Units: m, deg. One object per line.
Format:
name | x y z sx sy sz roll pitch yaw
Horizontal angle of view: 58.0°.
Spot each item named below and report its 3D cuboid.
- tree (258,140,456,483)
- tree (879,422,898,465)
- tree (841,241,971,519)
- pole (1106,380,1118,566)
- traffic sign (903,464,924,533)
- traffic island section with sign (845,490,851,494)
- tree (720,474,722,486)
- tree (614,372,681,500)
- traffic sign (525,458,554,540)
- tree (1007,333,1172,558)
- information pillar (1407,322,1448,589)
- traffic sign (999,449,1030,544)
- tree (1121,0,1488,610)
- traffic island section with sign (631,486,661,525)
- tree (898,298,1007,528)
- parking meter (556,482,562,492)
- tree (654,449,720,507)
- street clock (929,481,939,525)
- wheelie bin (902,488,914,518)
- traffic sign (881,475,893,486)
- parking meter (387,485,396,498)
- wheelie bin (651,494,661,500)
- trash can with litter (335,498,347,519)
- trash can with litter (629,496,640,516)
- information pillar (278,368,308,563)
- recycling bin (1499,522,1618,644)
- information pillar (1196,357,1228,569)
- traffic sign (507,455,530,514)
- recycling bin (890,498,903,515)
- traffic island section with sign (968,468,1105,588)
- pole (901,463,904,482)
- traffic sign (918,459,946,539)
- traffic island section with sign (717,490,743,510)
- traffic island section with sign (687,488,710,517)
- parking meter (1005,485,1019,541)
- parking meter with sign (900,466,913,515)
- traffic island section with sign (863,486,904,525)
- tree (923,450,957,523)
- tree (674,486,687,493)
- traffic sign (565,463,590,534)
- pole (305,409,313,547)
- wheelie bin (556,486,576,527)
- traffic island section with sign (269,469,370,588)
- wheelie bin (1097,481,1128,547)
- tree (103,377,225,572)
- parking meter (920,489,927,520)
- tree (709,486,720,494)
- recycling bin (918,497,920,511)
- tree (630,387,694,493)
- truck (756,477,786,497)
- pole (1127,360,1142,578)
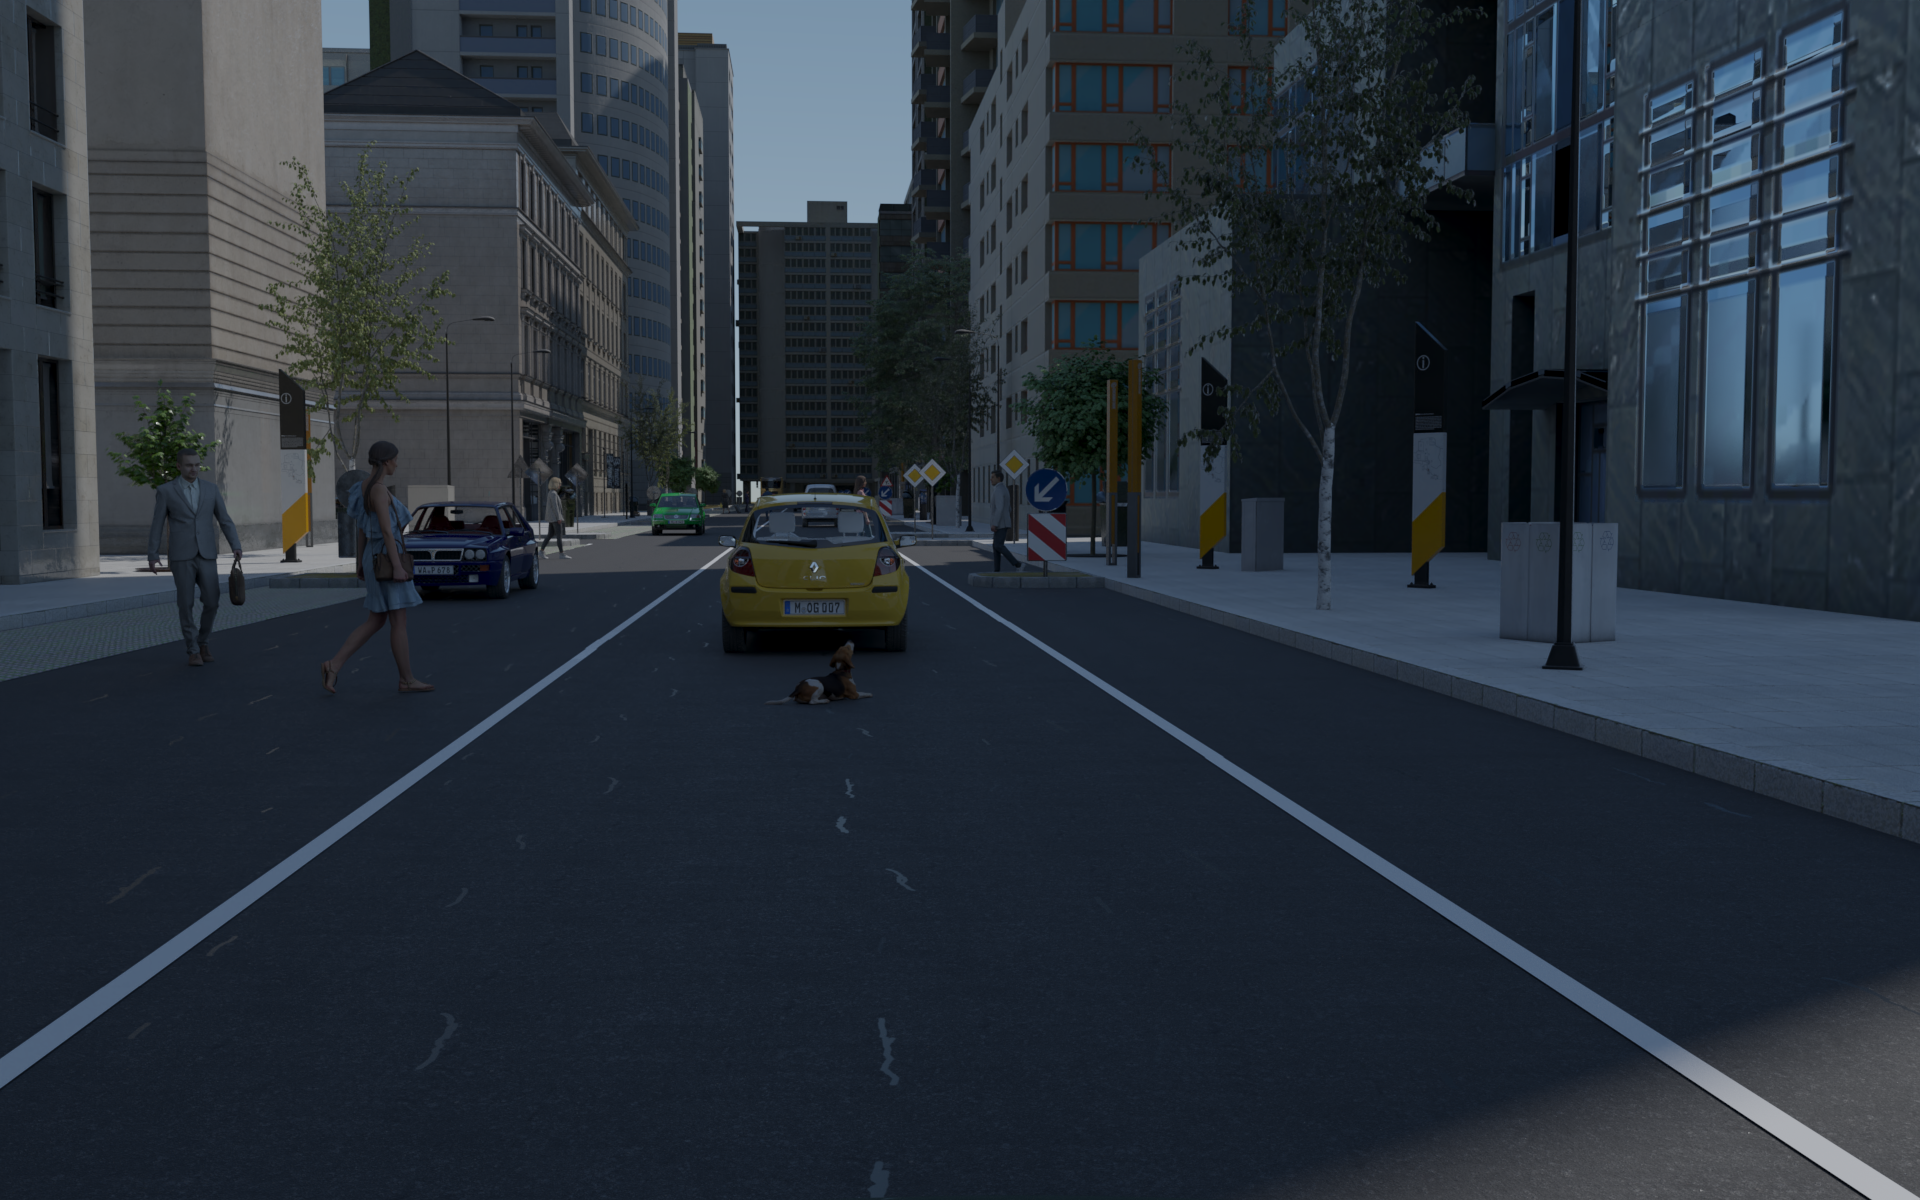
tree | -12.936 -5.291 36.873 4.737 8.622 4.395 0 3 0
tree | -4.163 -10.755 126.214 4.360 8.622 3.978 0 3 0
tree | -1.153 -11.128 88.592 9.857 13.997 8.962 0 3 0
pole | 2.725 -2.275 31.042 0.158 3.312 0.155 0 3 0
traffic sign | -1.487 -3.264 57.016 0.795 2.450 0.064 0 4 -5
traffic island section with sign | -6.068 -6.156 109.276 1.989 1.847 2.006 0 4 -5
tree | -26.373 -11.941 178.955 4.285 4.588 4.351 0 3 0
tree | -18.722 -9.419 104.357 4.360 8.622 3.978 0 3 0
traffic sign | -11.688 -2.721 48.123 0.795 2.450 0.064 0 4 -5
tree | 2.658 -3.169 35.533 4.285 4.588 4.351 0 3 0
information pillar | 6.360 -1.966 23.497 0.183 3.616 0.504 -3 5 -40
traffic sign | 1.391 -2.646 44.448 0.795 2.450 0.064 0 4 -1
tree | 4.001 -4.211 19.216 4.360 8.622 3.978 0 3 0
traffic island section with sign | -14.282 -4.425 80.972 1.989 1.847 2.006 0 4 -5
tree | -0.127 -7.048 65.602 4.360 8.622 3.978 0 3 0
parking meter | -16.591 -4.017 71.393 0.255 1.863 0.399 1 4 21
tree | -20.622 -8.678 125.596 4.285 4.588 4.351 0 3 0
street clock | -1.099 -4.140 72.259 0.358 2.002 0.471 2 4 28
wheelie bin | -2.726 -5.158 92.235 0.693 1.594 0.980 0 4 8
traffic sign | -5.003 -7.250 118.536 0.884 2.594 0.081 0 4 -1
parking meter | -15.212 -2.307 46.128 0.372 1.533 0.369 0 3 0
wheelie bin | -18.711 -6.048 106.789 0.693 1.594 0.980 0 4 6
trash can with litter | -20.050 -2.759 56.503 0.624 1.170 1.055 1 4 20
trash can with litter | -18.659 -5.401 99.691 0.624 1.170 1.055 -2 4 -30
information pillar | -12.449 -2.506 32.331 0.504 3.616 0.183 0 4 5
recycling bin | 5.263 -0.164 15.241 0.722 1.027 0.722 -2 4 -29
information pillar | 4.308 -2.333 29.503 0.504 3.616 0.183 3 4 39
traffic sign | -14.495 -3.495 57.139 0.884 2.594 0.081 0 4 0
recycling bin | -3.884 -5.711 105.921 0.722 1.027 0.722 -1 4 -13
traffic island section with sign | 1.155 -1.148 27.400 1.989 1.847 2.006 0 4 -5
pole | -3.759 -7.345 113.932 0.158 3.312 0.155 0 3 0
traffic sign | -0.784 -2.778 49.062 0.795 2.450 0.064 0 4 -5
traffic island section with sign | -21.063 -9.127 157.850 1.989 1.847 2.006 0 4 -5
traffic island section with sign | -16.725 -6.116 108.621 1.989 1.847 2.006 0 4 -5
parking meter | 1.419 -2.368 47.122 0.372 1.533 0.369 0 3 0
parking meter with sign | -3.382 -6.821 107.783 0.543 3.016 1.738 -2 4 -33
traffic island section with sign | -3.681 -4.497 82.148 1.989 1.847 2.006 0 4 -5
tree | -0.874 -4.988 76.150 1.663 3.219 1.824 0 3 0
tree | -22.356 -8.803 138.524 1.663 3.219 1.824 0 3 0
traffic sign | -12.390 -3.207 56.077 0.795 2.450 0.064 0 4 -5
pole | -15.684 -2.924 41.657 0.158 3.312 0.155 0 3 0
wheelie bin | -15.225 -3.607 66.883 0.693 1.594 0.980 1 4 23
traffic island section with sign | -9.534 -1.134 27.162 1.989 1.847 2.006 0 4 -5
wheelie bin | 3.764 -2.110 42.404 0.980 1.594 0.693 -1 4 -13
tree | -13.282 -2.099 28.916 1.663 3.219 1.824 0 3 0
parking meter | -1.779 -4.634 84.185 0.372 1.533 0.369 0 3 0
tree | -26.341 -11.666 185.344 1.663 3.219 1.824 0 3 0
recycling bin | -2.691 -7.265 131.337 0.722 1.027 0.722 -2 4 -32
tree | -20.257 -10.249 117.939 4.737 8.622 4.395 0 3 0
truck | -22.083 -12.669 203.070 3.469 3.379 9.791 0 4 -5
pole | 2.664 -1.992 26.419 0.158 3.312 0.155 0 3 0
